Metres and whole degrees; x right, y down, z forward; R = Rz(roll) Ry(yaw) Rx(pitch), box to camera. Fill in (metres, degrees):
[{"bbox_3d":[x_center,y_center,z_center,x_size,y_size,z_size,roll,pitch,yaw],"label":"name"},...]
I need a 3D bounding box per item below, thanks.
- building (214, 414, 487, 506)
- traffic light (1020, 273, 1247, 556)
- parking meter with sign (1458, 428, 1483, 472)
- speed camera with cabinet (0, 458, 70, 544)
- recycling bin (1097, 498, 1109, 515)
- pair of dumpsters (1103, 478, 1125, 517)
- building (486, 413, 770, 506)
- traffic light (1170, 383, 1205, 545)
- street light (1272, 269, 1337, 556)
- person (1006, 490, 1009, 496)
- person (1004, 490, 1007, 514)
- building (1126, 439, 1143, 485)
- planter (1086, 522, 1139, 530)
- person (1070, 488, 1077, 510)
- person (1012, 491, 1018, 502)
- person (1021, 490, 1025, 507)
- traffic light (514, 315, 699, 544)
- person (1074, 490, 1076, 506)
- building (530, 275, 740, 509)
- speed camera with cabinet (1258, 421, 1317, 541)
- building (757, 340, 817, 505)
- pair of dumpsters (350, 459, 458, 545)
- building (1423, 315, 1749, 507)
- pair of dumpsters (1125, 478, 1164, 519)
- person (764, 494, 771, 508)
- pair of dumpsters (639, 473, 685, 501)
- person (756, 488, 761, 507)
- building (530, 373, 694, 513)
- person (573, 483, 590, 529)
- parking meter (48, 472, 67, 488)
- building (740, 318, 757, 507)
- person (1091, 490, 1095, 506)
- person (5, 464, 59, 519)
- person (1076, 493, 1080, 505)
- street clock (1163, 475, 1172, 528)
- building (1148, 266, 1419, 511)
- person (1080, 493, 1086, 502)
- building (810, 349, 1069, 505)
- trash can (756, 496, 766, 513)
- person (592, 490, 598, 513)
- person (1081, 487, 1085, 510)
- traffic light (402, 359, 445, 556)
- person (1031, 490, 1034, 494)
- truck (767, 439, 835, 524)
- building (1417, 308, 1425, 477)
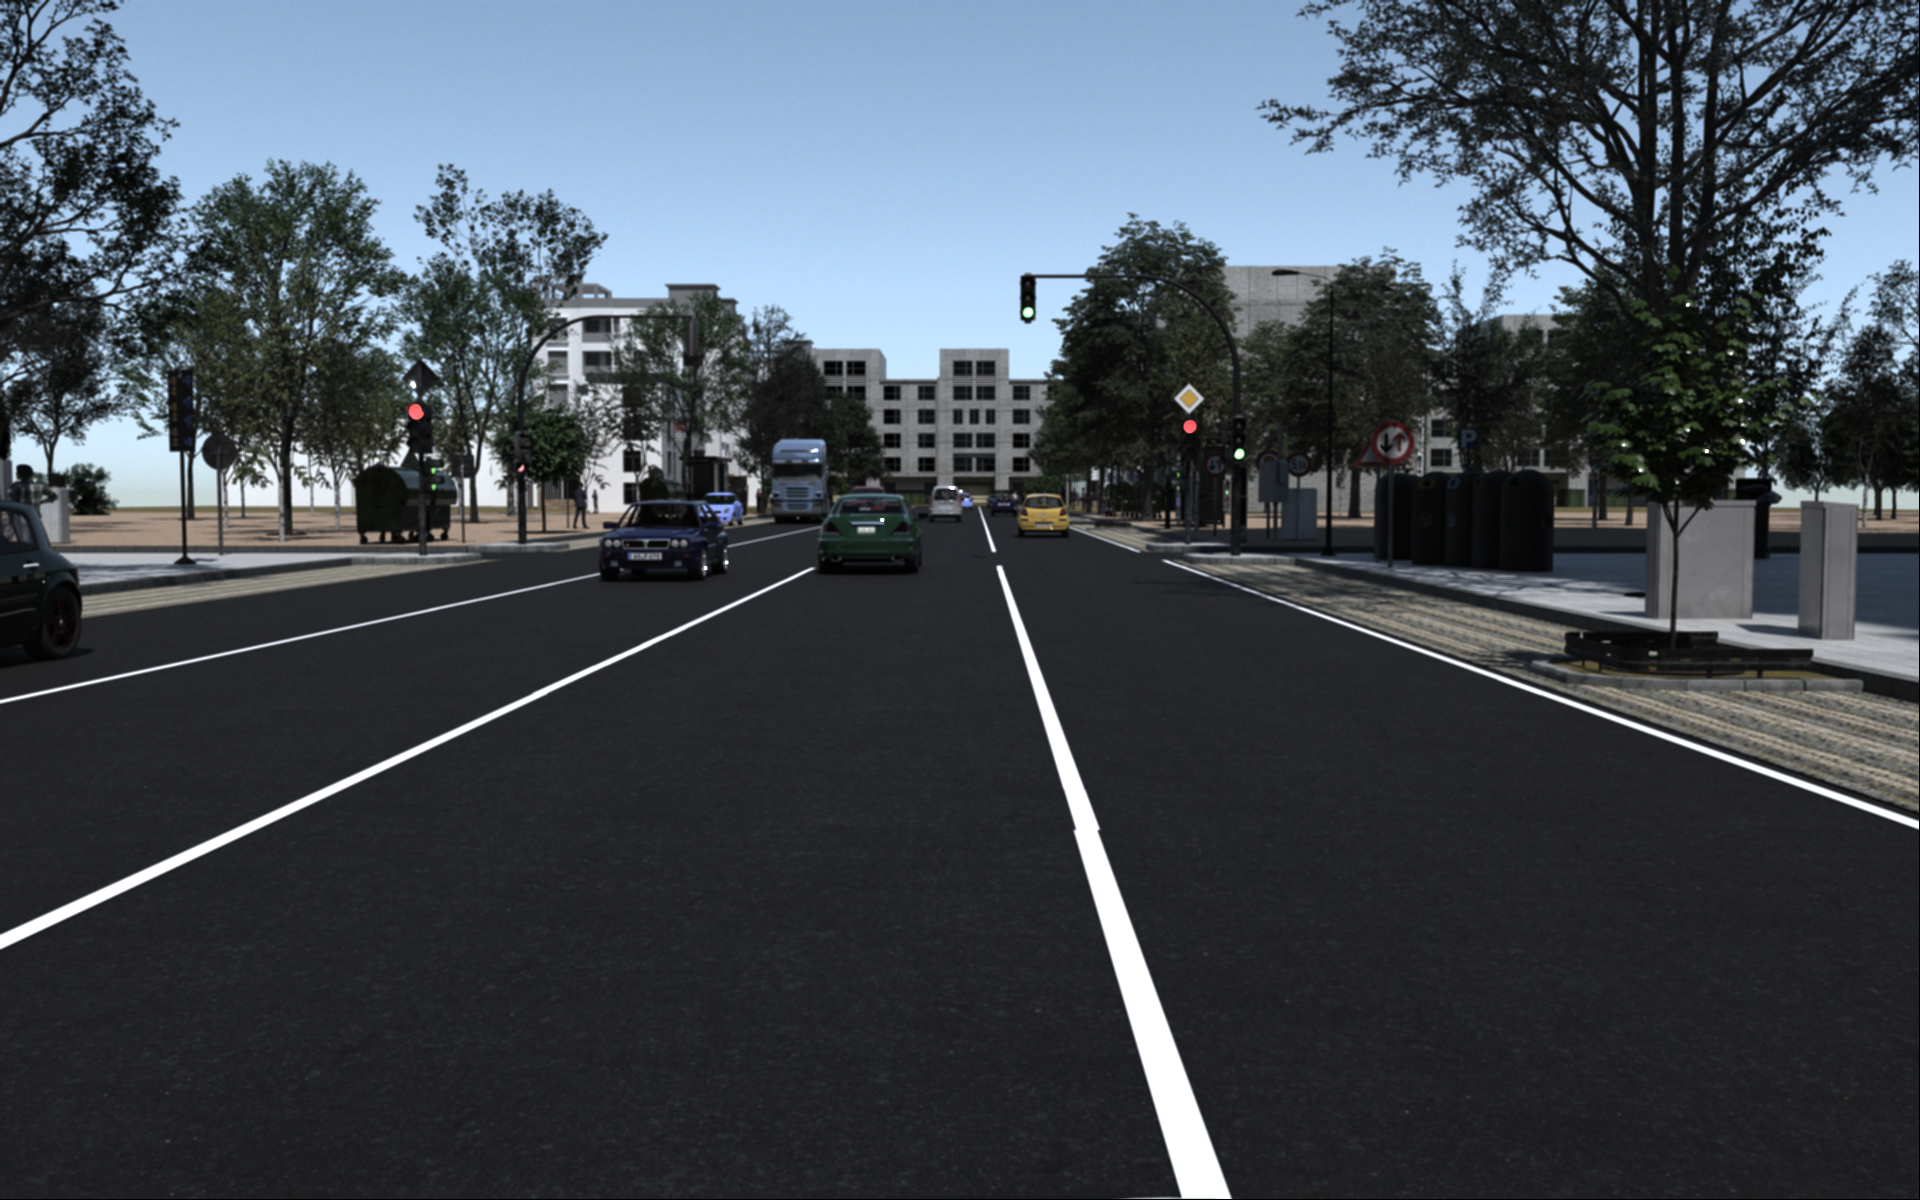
[{"bbox_3d":[-63.035,-14.775,183.717,28.070,9.664,9.099,0,4,0],"label":"building"},{"bbox_3d":[3.616,-3.742,35.850,4.771,5.953,1.251,0,4,0],"label":"traffic light"},{"bbox_3d":[13.370,-2.998,45.286,0.543,3.016,1.738,1,4,10],"label":"parking meter with sign"},{"bbox_3d":[-23.995,-3.058,44.337,2.038,3.252,0.660,0,4,-5],"label":"speed camera with cabinet"},{"bbox_3d":[8.920,-5.791,107.237,0.722,1.027,0.722,1,4,14],"label":"recycling bin"},{"bbox_3d":[9.081,-5.887,98.745,1.574,2.255,4.437,0,4,0],"label":"pair of dumpsters"},{"bbox_3d":[-34.538,-14.753,183.359,28.070,9.664,9.099,0,4,0],"label":"building"},{"bbox_3d":[5.777,-3.366,43.958,0.839,4.253,0.868,0,4,0],"label":"traffic light"},{"bbox_3d":[7.143,-3.878,35.948,1.470,5.913,1.316,0,4,0],"label":"street light"},{"bbox_3d":[3.607,-7.452,131.053,0.721,1.735,1.217,-2,4,-31],"label":"person"},{"bbox_3d":[3.327,-6.965,123.090,0.721,1.736,1.217,0,4,-1],"label":"person"},{"bbox_3d":[22.226,-14.156,173.596,9.099,9.664,28.070,0,4,0],"label":"building"},{"bbox_3d":[6.018,-2.911,68.729,1.991,0.319,1.994,0,4,0],"label":"planter"},{"bbox_3d":[9.161,-8.185,140.314,0.683,1.767,0.568,1,4,18],"label":"person"},{"bbox_3d":[4.861,-8.739,152.320,0.756,1.711,0.436,-2,4,-28],"label":"person"},{"bbox_3d":[6.026,-9.578,165.066,0.705,1.831,1.348,-1,4,-14],"label":"person"},{"bbox_3d":[-9.051,-4.247,44.104,4.771,5.953,1.251,0,4,0],"label":"traffic light"},{"bbox_3d":[12.024,-10.740,181.735,0.705,1.812,1.348,0,4,6],"label":"person"},{"bbox_3d":[-28.593,-18.192,153.861,16.016,20.091,11.380,0,4,0],"label":"building"},{"bbox_3d":[9.055,-3.269,47.783,2.038,3.252,0.660,-3,5,-44],"label":"speed camera with cabinet"},{"bbox_3d":[-23.844,-22.161,218.758,11.380,20.091,16.016,0,4,0],"label":"building"},{"bbox_3d":[-14.689,-2.651,45.844,1.574,2.255,4.437,0,4,0],"label":"pair of dumpsters"},{"bbox_3d":[61.888,-19.126,179.162,31.486,18.905,16.747,0,4,0],"label":"building"},{"bbox_3d":[9.898,-5.481,92.110,1.574,2.255,4.437,0,4,1],"label":"pair of dumpsters"},{"bbox_3d":[-18.171,-9.555,162.990,0.721,1.736,1.217,-3,4,-36],"label":"person"},{"bbox_3d":[-13.730,-4.699,79.330,1.574,2.255,4.437,0,4,0],"label":"pair of dumpsters"},{"bbox_3d":[-19.633,-9.986,169.254,0.705,1.831,1.348,1,4,23],"label":"person"},{"bbox_3d":[-24.957,-11.729,133.908,9.099,9.664,28.070,0,4,0],"label":"building"},{"bbox_3d":[-14.074,-3.507,64.297,0.541,1.710,0.530,2,4,32],"label":"person"},{"bbox_3d":[-24.193,-2.493,46.471,0.399,1.863,0.255,0,4,0],"label":"parking meter"},{"bbox_3d":[-28.387,-18.887,165.219,16.016,20.091,11.380,0,4,0],"label":"building"},{"bbox_3d":[13.047,-10.179,173.184,1.217,1.736,0.721,-3,4,-38],"label":"person"},{"bbox_3d":[-14.272,-1.210,26.543,0.376,1.734,0.841,2,4,33],"label":"person"},{"bbox_3d":[13.227,-11.349,194.821,0.599,1.433,0.991,3,5,42],"label":"person"},{"bbox_3d":[7.797,-3.696,65.002,0.358,2.002,0.471,0,4,1],"label":"street clock"},{"bbox_3d":[25.414,-16.911,142.944,16.747,18.905,31.486,0,4,0],"label":"building"},{"bbox_3d":[12.965,-10.377,178.962,1.065,1.426,0.557,-1,4,-21],"label":"person"},{"bbox_3d":[-2.408,-21.566,219.054,31.486,18.905,16.747,0,4,0],"label":"building"},{"bbox_3d":[-13.552,-6.509,118.080,0.748,1.137,0.748,0,3,0],"label":"trash can"},{"bbox_3d":[-24.253,-6.546,115.126,0.319,1.574,0.516,-2,4,-35],"label":"person"},{"bbox_3d":[9.725,-7.996,136.856,0.705,1.814,1.350,0,4,-1],"label":"person"},{"bbox_3d":[-11.212,-2.886,36.102,0.839,4.253,0.868,0,4,0],"label":"traffic light"},{"bbox_3d":[6.100,-8.218,143.571,0.721,1.736,1.217,-1,4,-15],"label":"person"},{"bbox_3d":[-7.778,-6.170,90.646,2.967,4.110,18.799,0,4,0],"label":"truck"},{"bbox_3d":[40.453,-19.723,178.897,11.380,20.091,16.016,0,4,0],"label":"building"}]
